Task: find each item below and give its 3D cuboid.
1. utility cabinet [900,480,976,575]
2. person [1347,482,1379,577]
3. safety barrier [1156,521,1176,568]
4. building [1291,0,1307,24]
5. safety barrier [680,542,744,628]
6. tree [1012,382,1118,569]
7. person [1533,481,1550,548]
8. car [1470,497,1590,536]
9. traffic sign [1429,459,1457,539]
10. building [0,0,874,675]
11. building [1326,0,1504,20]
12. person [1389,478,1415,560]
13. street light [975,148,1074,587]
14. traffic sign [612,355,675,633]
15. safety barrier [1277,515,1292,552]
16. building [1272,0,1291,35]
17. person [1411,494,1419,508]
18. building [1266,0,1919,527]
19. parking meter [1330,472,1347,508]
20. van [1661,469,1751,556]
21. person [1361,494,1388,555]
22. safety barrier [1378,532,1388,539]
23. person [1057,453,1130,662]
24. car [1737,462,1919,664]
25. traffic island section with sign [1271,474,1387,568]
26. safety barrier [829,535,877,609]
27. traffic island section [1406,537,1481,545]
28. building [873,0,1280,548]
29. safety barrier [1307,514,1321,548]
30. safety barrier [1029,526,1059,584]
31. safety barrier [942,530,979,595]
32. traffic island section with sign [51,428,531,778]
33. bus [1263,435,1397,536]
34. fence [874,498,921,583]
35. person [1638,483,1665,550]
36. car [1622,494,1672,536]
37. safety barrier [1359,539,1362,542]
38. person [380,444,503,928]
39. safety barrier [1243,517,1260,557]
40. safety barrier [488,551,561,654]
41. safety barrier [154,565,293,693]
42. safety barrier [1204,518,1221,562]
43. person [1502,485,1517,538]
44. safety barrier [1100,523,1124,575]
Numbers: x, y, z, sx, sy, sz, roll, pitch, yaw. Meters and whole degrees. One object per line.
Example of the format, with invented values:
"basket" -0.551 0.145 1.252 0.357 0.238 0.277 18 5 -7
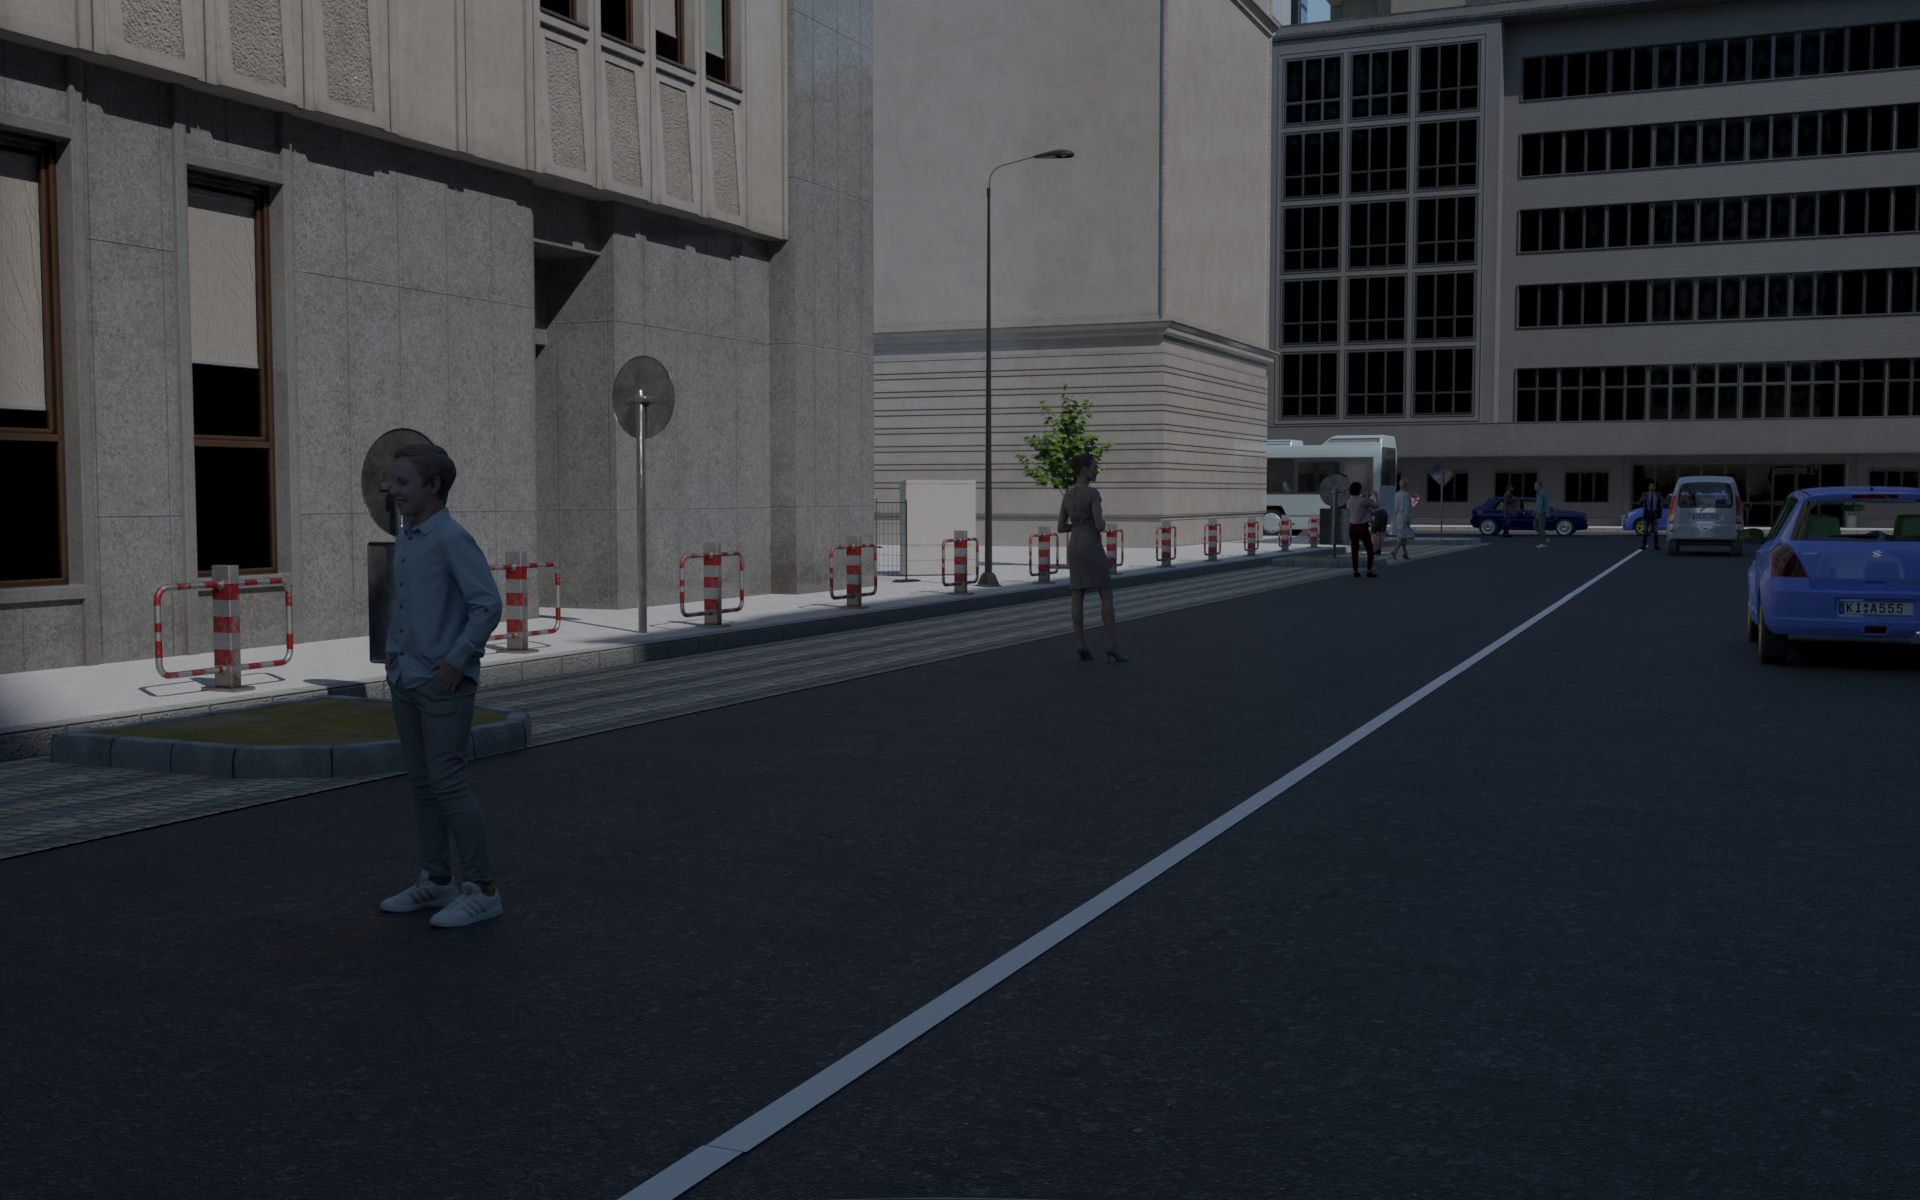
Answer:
"utility cabinet" -0.351 -1.139 27.307 1.173 1.500 0.318 -1 4 -21
"person" 6.953 -1.219 29.891 0.566 1.644 0.517 0 4 -4
"safety barrier" 3.602 -0.977 30.245 0.300 0.817 1.120 2 4 24
"building" 27.603 -54.443 202.810 31.000 86.520 22.319 2 4 24
"safety barrier" -2.384 -0.148 16.698 0.300 0.817 1.120 2 4 24
"tree" 1.862 -2.174 30.146 1.663 3.219 1.824 0 3 0
"person" 15.559 -2.290 46.279 0.444 1.785 0.601 0 4 7
"car" 19.667 -2.885 59.751 3.894 1.354 1.945 1 4 23
"traffic sign" 13.792 -2.808 49.561 0.795 2.450 0.064 2 4 24
"building" -10.694 -12.149 16.665 12.078 24.808 19.932 2 4 24
"building" 42.452 -31.964 146.305 21.300 48.544 21.600 2 4 24
"person" 9.554 -1.755 37.539 0.624 1.780 0.694 -1 4 -11
"street light" 0.886 -3.126 23.650 1.470 5.913 1.316 2 4 24
"traffic sign" -2.934 -0.968 15.938 0.768 2.556 0.104 2 4 33
"safety barrier" 7.206 -1.475 38.387 0.300 0.817 1.120 2 4 24
"building" 0.133 -18.771 84.395 29.804 29.767 11.434 2 4 24
"person" 17.307 -3.361 66.679 0.697 1.427 0.421 1 4 9
"building" 28.130 -15.530 72.988 30.058 24.678 14.314 2 4 24
"parking meter" 9.858 -2.407 45.071 0.399 1.863 0.255 -2 4 -28
"van" 17.857 -2.108 41.481 2.013 2.044 4.112 2 4 23
"person" 9.659 -1.758 40.484 0.421 1.427 0.697 -3 5 -44
"safety barrier" 11.994 -2.137 49.214 0.300 0.817 1.120 2 4 24
"person" 1.143 -0.372 14.928 0.374 1.781 0.599 -3 5 -43
"car" 8.050 -0.365 15.563 1.945 1.707 3.694 1 4 22
"traffic island section with sign" 7.381 -1.571 34.322 1.989 1.847 2.006 2 4 24
"safety barrier" -1.187 -0.314 19.409 0.300 0.817 1.120 2 4 24
"traffic island section" 13.768 -1.673 49.632 2.009 0.180 2.903 2 4 24
"building" -2.174 -12.997 48.659 21.152 22.565 11.583 2 4 24
"safety barrier" 8.404 -1.641 41.101 0.300 0.817 1.120 2 4 24
"safety barrier" 1.207 -0.645 24.821 0.300 0.817 1.120 2 4 24
"safety barrier" 0.010 -0.479 22.113 0.300 0.817 1.120 2 4 24
"traffic island section with sign" -3.531 -0.063 9.665 1.989 1.847 2.006 2 4 24
"bus" 7.535 -3.828 57.447 13.247 3.499 2.948 2 4 25
"fence" -1.635 -0.894 25.822 2.264 1.192 0.480 2 4 35
"person" 17.724 -2.145 44.397 0.655 1.722 0.431 2 4 23
"car" 24.720 -3.050 59.461 3.694 1.707 1.945 2 4 26
"safety barrier" 10.795 -1.972 46.511 0.300 0.817 1.120 2 4 24
"person" -1.810 0.268 5.932 0.330 1.601 0.589 -3 4 -38
"safety barrier" 6.006 -1.309 35.676 0.300 0.817 1.120 2 4 24
"safety barrier" -3.581 0.017 13.994 0.300 0.817 1.120 2 4 24
"safety barrier" -4.779 0.183 11.287 0.300 0.817 1.120 2 4 24
"safety barrier" 4.810 -1.144 32.972 0.300 0.817 1.120 2 4 24
"person" 18.094 -2.915 56.976 0.431 1.722 0.655 1 4 21
"safety barrier" 2.411 -0.811 27.538 0.300 0.817 1.120 2 4 24
